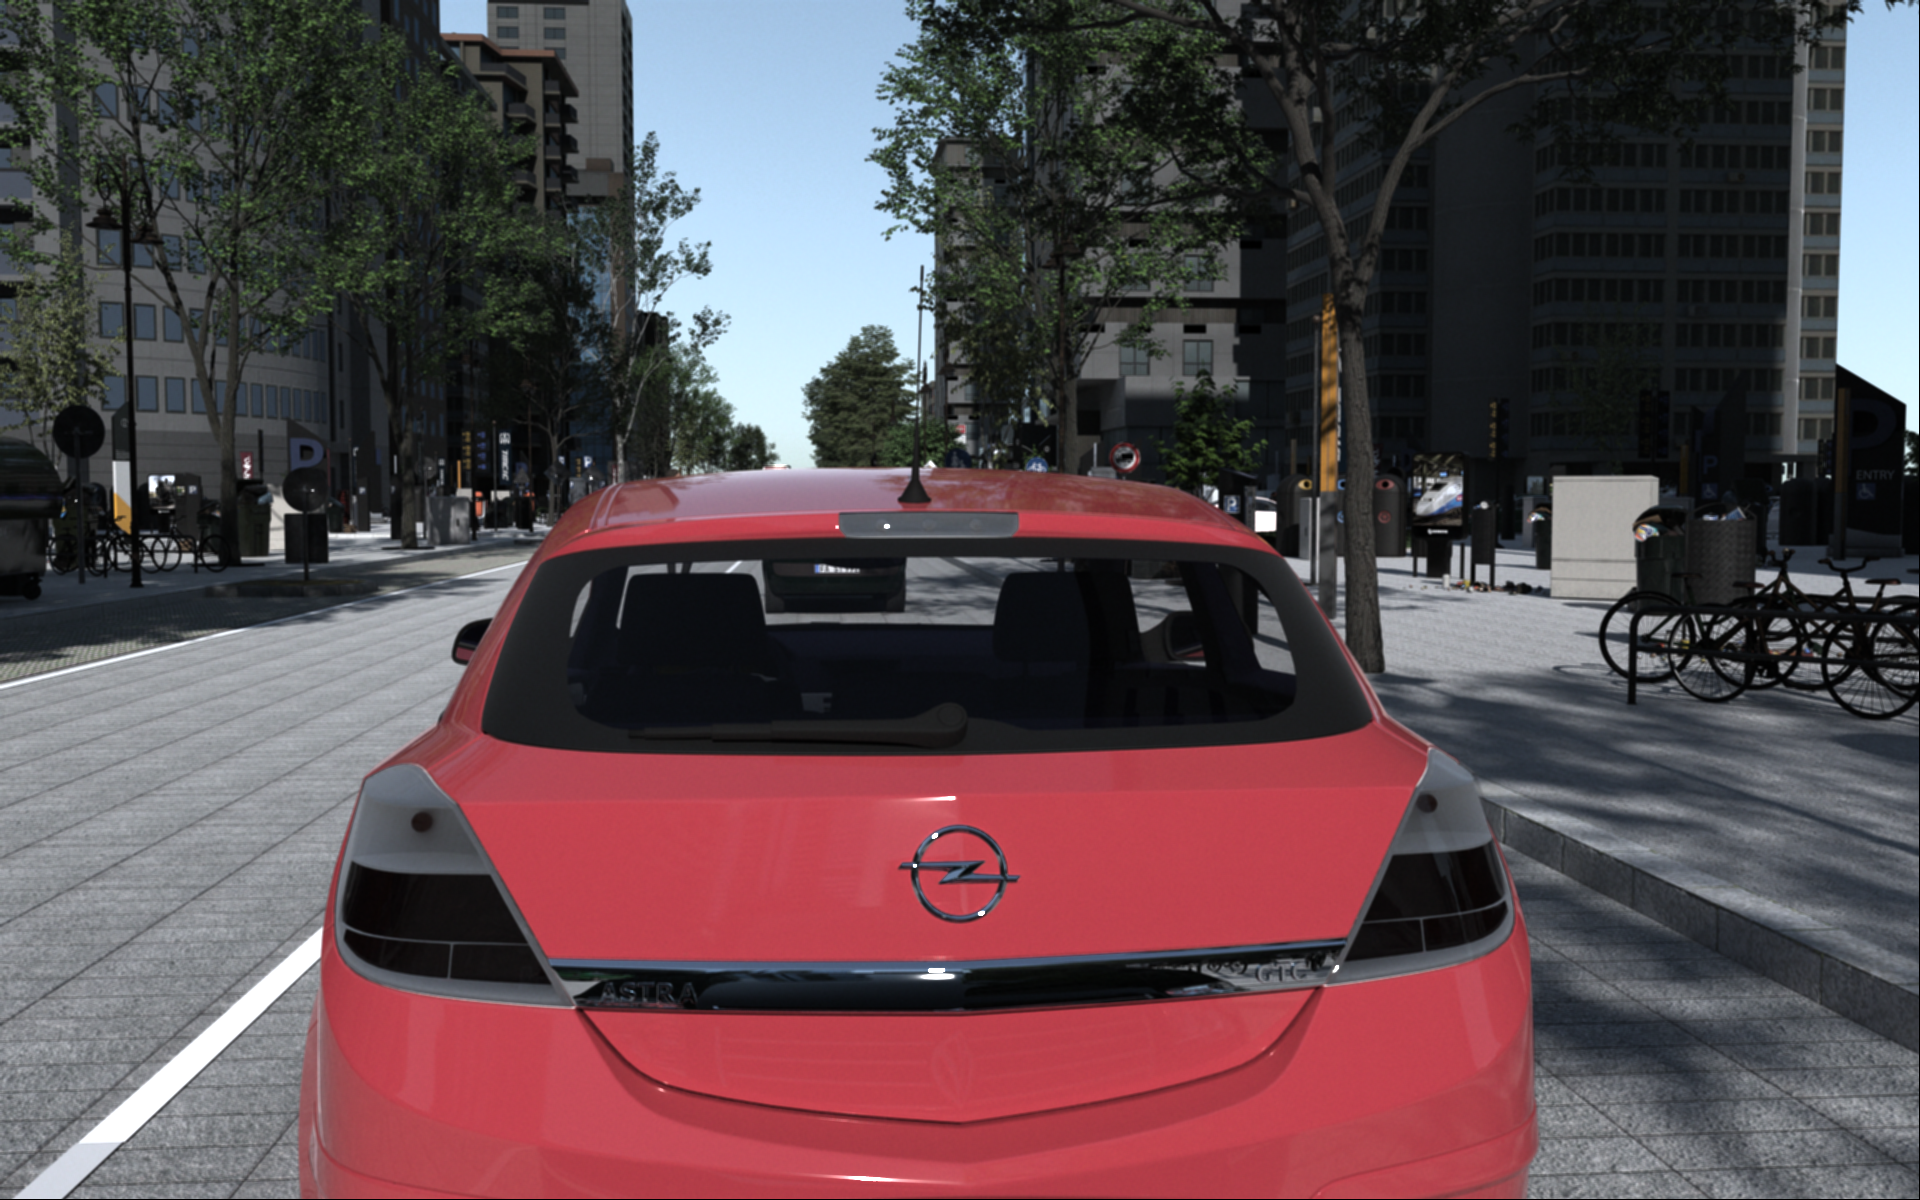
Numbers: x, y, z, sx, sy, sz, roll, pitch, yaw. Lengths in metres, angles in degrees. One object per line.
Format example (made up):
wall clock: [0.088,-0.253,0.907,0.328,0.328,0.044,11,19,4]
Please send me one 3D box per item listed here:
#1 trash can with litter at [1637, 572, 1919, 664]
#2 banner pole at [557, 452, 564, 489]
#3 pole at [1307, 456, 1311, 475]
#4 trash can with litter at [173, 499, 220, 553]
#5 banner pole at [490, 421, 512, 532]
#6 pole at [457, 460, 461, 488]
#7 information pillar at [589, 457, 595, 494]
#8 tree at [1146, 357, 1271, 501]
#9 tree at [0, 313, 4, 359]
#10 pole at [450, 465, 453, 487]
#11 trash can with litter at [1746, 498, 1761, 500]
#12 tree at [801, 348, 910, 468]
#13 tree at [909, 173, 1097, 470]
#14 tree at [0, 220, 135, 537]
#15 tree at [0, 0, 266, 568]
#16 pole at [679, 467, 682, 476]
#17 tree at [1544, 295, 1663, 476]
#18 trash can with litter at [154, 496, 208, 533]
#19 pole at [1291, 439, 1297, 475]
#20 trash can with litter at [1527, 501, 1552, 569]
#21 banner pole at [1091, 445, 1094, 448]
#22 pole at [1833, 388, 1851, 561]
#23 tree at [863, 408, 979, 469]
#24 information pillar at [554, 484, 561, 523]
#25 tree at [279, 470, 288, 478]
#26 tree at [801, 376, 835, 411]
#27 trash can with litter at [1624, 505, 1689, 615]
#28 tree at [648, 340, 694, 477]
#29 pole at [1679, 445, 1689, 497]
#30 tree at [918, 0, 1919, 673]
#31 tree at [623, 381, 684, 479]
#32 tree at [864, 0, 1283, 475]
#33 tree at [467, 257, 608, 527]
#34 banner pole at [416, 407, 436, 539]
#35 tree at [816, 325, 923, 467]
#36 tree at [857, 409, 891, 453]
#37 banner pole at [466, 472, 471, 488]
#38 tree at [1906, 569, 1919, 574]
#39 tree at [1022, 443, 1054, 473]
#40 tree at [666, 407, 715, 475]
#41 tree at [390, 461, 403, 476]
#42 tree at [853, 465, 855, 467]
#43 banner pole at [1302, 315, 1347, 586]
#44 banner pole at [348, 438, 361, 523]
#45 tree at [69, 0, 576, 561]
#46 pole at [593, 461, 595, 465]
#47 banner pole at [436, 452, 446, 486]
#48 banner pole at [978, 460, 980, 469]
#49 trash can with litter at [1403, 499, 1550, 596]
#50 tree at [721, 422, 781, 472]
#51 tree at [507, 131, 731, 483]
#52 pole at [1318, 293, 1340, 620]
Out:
trash can with litter: [6.389,-0.154,13.575,2.233,1.210,1.678,1,4,16]
banner pole: [-23.797,-6.909,102.972,0.401,3.779,0.863,2,4,28]
pole: [18.665,-6.046,92.702,0.158,3.312,0.155,0,3,0]
trash can with litter: [-16.549,-1.606,37.645,1.055,1.170,0.624,-1,4,-10]
banner pole: [-15.636,-4.221,59.030,0.863,3.779,0.401,1,4,14]
pole: [-30.398,-6.807,105.133,0.158,3.312,0.155,0,3,0]
information pillar: [-23.173,-7.205,109.161,0.504,3.616,0.183,2,4,28]
tree: [3.303,-1.818,24.332,1.663,3.219,1.824,0,3,0]
tree: [-24.829,-5.519,40.595,4.360,8.622,3.978,0,3,0]
pole: [-35.463,-7.767,120.833,0.158,3.312,0.155,0,3,0]
trash can with litter: [13.606,-1.197,30.621,2.233,1.210,1.678,-1,4,-14]
tree: [-8.596,-14.788,148.431,9.857,13.997,8.962,0,3,0]
tree: [0.956,-5.533,40.819,4.737,8.622,4.395,0,3,0]
tree: [-24.588,-5.904,46.888,4.737,8.622,4.395,0,3,0]
tree: [-13.056,-6.392,30.257,9.928,11.665,9.643,0,3,0]
pole: [-20.912,-8.310,129.704,0.158,3.312,0.155,0,3,0]
tree: [23.745,-6.912,63.376,4.737,8.622,4.395,0,3,0]
trash can with litter: [-26.343,-2.903,58.515,1.678,1.210,2.233,-2,4,-28]
pole: [12.337,-4.298,64.108,0.158,3.312,0.155,0,3,0]
trash can with litter: [10.098,-1.118,29.674,0.624,1.170,1.055,2,4,26]
banner pole: [7.022,-6.055,89.013,0.863,3.779,0.401,2,4,28]
pole: [17.001,-2.419,33.391,0.158,3.312,0.155,0,3,0]
tree: [-1.261,-5.028,65.915,4.285,4.588,4.351,0,3,0]
information pillar: [-17.522,-4.327,75.230,0.304,2.012,0.304,0,4,6]
tree: [-28.057,-4.878,74.354,1.663,3.219,1.824,0,3,0]
tree: [-16.064,-24.260,252.538,12.611,20.169,13.585,0,3,0]
trash can with litter: [7.387,-0.440,18.581,0.624,1.170,1.055,0,4,3]
tree: [-20.053,-11.750,117.872,9.928,11.665,9.643,0,3,0]
pole: [29.982,-4.773,71.884,0.158,3.312,0.155,0,3,0]
tree: [3.011,-4.778,12.535,8.767,10.594,7.601,1,4,10]
tree: [-19.733,-9.784,110.324,4.360,8.622,3.978,0,3,0]
tree: [1.934,-6.520,32.360,9.928,11.665,9.643,0,3,0]
tree: [-15.792,-8.158,67.800,7.601,10.594,8.767,0,4,5]
banner pole: [-15.377,-3.634,49.440,0.401,3.779,0.863,0,4,-2]
tree: [-6.042,-12.133,116.495,7.486,12.596,7.792,0,3,0]
tree: [-6.899,-11.605,140.106,4.737,8.622,4.395,0,3,0]
banner pole: [-21.672,-5.281,76.363,0.401,3.779,0.863,0,4,-1]
tree: [16.045,-2.038,27.919,1.663,3.219,1.824,0,3,0]
tree: [2.732,-4.380,66.222,1.663,3.219,1.824,0,3,0]
tree: [-21.809,-11.509,138.532,4.737,8.622,4.395,0,3,0]
tree: [-32.296,-6.462,100.255,1.663,3.219,1.824,0,3,0]
tree: [-9.121,-13.069,164.043,4.360,8.622,3.978,0,3,0]
banner pole: [5.177,-2.106,24.442,0.863,3.779,0.401,-2,4,-32]
banner pole: [-27.162,-5.366,77.746,0.863,3.779,0.401,1,4,21]
tree: [-12.930,-6.975,39.794,9.928,11.665,9.643,0,3,0]
pole: [-22.426,-6.854,105.900,0.158,3.312,0.155,0,3,0]
banner pole: [-30.973,-6.917,103.114,0.401,3.779,0.863,3,5,40]
banner pole: [1.622,-8.427,127.790,0.863,3.779,0.401,1,4,20]
trash can with litter: [6.992,-0.718,22.799,1.678,1.210,2.233,-1,4,-13]
tree: [-33.471,-21.989,276.525,9.611,12.733,9.660,0,3,0]
tree: [-18.251,-14.457,92.265,12.611,20.169,13.585,0,3,0]
pole: [3.772,-1.458,17.690,0.158,3.312,0.155,0,3,0]
